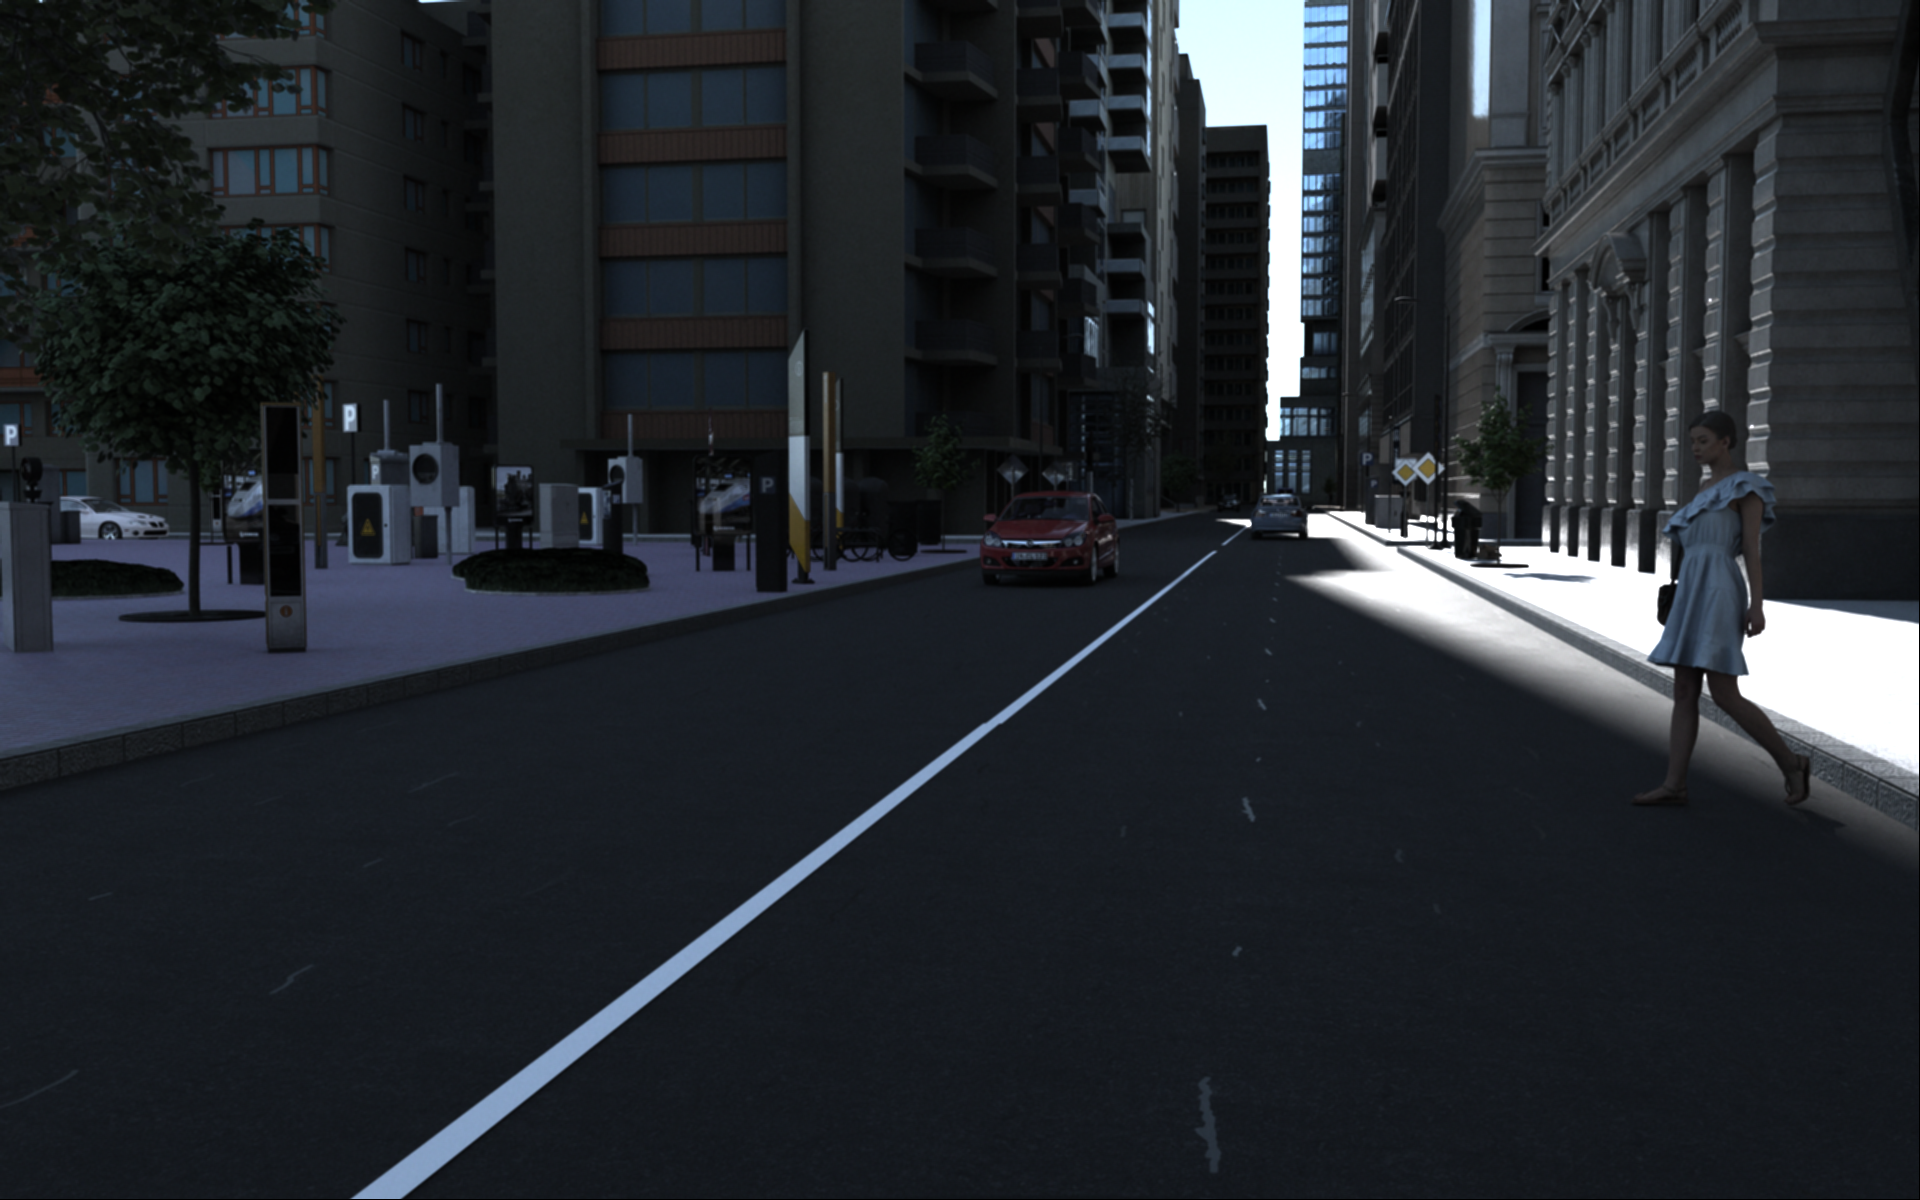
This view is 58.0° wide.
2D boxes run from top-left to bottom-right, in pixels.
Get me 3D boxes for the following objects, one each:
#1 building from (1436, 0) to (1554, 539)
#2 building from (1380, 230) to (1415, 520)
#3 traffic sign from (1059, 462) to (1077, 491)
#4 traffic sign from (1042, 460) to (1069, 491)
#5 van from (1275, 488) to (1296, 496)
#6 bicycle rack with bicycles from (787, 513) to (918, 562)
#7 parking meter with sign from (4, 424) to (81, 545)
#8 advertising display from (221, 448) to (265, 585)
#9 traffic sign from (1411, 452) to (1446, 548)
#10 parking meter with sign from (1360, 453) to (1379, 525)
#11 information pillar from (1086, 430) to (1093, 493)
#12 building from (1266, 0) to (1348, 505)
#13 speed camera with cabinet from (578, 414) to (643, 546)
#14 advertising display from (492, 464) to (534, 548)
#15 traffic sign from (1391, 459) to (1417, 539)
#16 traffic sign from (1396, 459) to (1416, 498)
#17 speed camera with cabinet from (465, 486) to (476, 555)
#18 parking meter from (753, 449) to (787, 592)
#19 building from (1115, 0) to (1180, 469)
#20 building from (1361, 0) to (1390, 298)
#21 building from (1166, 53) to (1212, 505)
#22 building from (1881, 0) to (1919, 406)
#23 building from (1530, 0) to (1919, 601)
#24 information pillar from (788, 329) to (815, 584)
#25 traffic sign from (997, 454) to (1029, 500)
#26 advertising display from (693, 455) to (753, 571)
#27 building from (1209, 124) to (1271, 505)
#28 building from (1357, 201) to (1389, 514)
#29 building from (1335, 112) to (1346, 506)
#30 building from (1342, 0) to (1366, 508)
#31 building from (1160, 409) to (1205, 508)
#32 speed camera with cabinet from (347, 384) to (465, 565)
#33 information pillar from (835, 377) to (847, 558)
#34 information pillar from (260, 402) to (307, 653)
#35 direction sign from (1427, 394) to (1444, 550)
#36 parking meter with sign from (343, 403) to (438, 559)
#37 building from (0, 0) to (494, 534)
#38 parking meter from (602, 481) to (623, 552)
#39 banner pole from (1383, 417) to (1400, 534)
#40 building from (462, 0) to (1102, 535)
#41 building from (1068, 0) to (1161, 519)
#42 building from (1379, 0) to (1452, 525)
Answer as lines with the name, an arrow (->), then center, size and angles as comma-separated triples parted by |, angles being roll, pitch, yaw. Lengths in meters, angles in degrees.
building -> 25.421, -16.323, 52.783 | 20.117, 28.700, 13.634 | 1, 4, 11
building -> 28.657, -14.034, 94.076 | 10.561, 19.102, 19.286 | 1, 4, 11
traffic sign -> 3.377, -3.202, 54.474 | 0.606, 2.300, 0.079 | 1, 4, 17
traffic sign -> 2.790, -2.879, 50.717 | 0.795, 2.450, 0.064 | 1, 4, 11
van -> 35.221, -11.199, 187.489 | 2.240, 2.365, 5.245 | 1, 4, 10
bicycle rack with bicycles -> -2.270, -1.218, 33.299 | 2.925, 0.926, 2.852 | 0, 4, 1
parking meter with sign -> -23.244, -2.917, 43.958 | 0.543, 3.016, 1.738 | 2, 4, 25
advertising display -> -10.047, -1.182, 24.532 | 0.974, 1.923, 0.123 | 2, 4, 24
traffic sign -> 11.069, -2.285, 41.005 | 0.795, 2.450, 0.064 | 1, 4, 11
parking meter with sign -> 17.104, -4.632, 71.999 | 0.543, 3.016, 1.738 | 0, 4, -1
information pillar -> 4.791, -4.439, 63.938 | 0.183, 3.616, 0.504 | -1, 4, -15
building -> 53.988, -55.082, 213.257 | 31.000, 86.520, 22.319 | 1, 4, 11
speed camera with cabinet -> -8.805, -2.988, 43.190 | 2.038, 3.252, 0.660 | 3, 4, 38
advertising display -> -9.796, -2.004, 37.986 | 0.123, 1.923, 0.974 | 3, 5, 44
traffic sign -> 12.557, -2.765, 48.851 | 0.795, 2.450, 0.064 | 1, 4, 11
traffic sign -> 12.830, -2.921, 49.884 | 0.606, 2.300, 0.079 | 1, 4, 11
speed camera with cabinet -> -11.384, -2.593, 36.730 | 2.038, 3.252, 0.660 | 0, 4, -6
parking meter -> -2.488, -1.040, 22.709 | 0.399, 1.863, 0.255 | 1, 4, 15
building -> 3.536, -33.706, 140.335 | 28.713, 52.752, 27.495 | 1, 4, 11
building -> 46.137, -33.504, 137.023 | 28.713, 52.752, 27.495 | 1, 4, 11
building -> 15.746, -34.639, 190.048 | 21.600, 48.544, 21.300 | 1, 4, 11
building -> 15.385, -8.730, 10.184 | 16.820, 18.784, 16.811 | 1, 4, 11
building -> 16.163, -12.213, 28.562 | 11.050, 23.489, 19.941 | 1, 4, 11
information pillar -> -2.297, -2.047, 24.820 | 0.183, 3.616, 0.504 | -2, 4, -34
traffic sign -> 1.302, -2.399, 42.871 | 0.795, 2.450, 0.064 | 1, 4, 11
advertising display -> -3.950, -1.447, 28.874 | 0.974, 1.923, 0.123 | -1, 4, -17
building -> 28.054, -36.398, 218.812 | 21.600, 48.544, 21.300 | 1, 4, 11
building -> 31.102, -16.115, 112.630 | 9.793, 20.994, 18.267 | 1, 4, 11
building -> 48.039, -30.821, 187.509 | 14.154, 41.232, 14.086 | 1, 4, 11
building -> 47.391, -38.098, 164.905 | 21.231, 58.520, 28.212 | 1, 4, 11
building -> 7.073, -29.018, 166.318 | 32.217, 40.220, 23.993 | 1, 4, 11
speed camera with cabinet -> -10.057, -2.257, 31.238 | 2.038, 3.252, 0.660 | 1, 4, 20
information pillar -> -2.542, -2.669, 34.991 | 0.504, 3.616, 0.183 | 3, 5, 40
information pillar -> -5.498, -0.586, 14.076 | 0.304, 2.012, 0.304 | -2, 4, -23
direction sign -> 10.932, -2.919, 39.723 | 0.379, 3.537, 0.876 | 1, 4, 22
parking meter with sign -> -11.171, -2.314, 34.092 | 0.543, 3.016, 1.738 | 3, 5, 42
building -> -32.161, -13.869, 71.791 | 28.899, 21.520, 27.650 | 1, 4, 11
parking meter -> -6.574, -1.490, 32.770 | 0.372, 1.533, 0.369 | 0, 3, 0
banner pole -> 14.044, -4.042, 56.102 | 0.401, 3.779, 0.863 | -1, 4, -13
building -> -6.347, -25.208, 66.771 | 22.147, 44.769, 28.867 | 1, 4, 11
building -> 1.314, -48.313, 102.584 | 22.319, 86.520, 31.000 | 1, 4, 11
building -> 25.577, -17.058, 72.399 | 14.314, 27.812, 24.014 | 1, 4, 11
